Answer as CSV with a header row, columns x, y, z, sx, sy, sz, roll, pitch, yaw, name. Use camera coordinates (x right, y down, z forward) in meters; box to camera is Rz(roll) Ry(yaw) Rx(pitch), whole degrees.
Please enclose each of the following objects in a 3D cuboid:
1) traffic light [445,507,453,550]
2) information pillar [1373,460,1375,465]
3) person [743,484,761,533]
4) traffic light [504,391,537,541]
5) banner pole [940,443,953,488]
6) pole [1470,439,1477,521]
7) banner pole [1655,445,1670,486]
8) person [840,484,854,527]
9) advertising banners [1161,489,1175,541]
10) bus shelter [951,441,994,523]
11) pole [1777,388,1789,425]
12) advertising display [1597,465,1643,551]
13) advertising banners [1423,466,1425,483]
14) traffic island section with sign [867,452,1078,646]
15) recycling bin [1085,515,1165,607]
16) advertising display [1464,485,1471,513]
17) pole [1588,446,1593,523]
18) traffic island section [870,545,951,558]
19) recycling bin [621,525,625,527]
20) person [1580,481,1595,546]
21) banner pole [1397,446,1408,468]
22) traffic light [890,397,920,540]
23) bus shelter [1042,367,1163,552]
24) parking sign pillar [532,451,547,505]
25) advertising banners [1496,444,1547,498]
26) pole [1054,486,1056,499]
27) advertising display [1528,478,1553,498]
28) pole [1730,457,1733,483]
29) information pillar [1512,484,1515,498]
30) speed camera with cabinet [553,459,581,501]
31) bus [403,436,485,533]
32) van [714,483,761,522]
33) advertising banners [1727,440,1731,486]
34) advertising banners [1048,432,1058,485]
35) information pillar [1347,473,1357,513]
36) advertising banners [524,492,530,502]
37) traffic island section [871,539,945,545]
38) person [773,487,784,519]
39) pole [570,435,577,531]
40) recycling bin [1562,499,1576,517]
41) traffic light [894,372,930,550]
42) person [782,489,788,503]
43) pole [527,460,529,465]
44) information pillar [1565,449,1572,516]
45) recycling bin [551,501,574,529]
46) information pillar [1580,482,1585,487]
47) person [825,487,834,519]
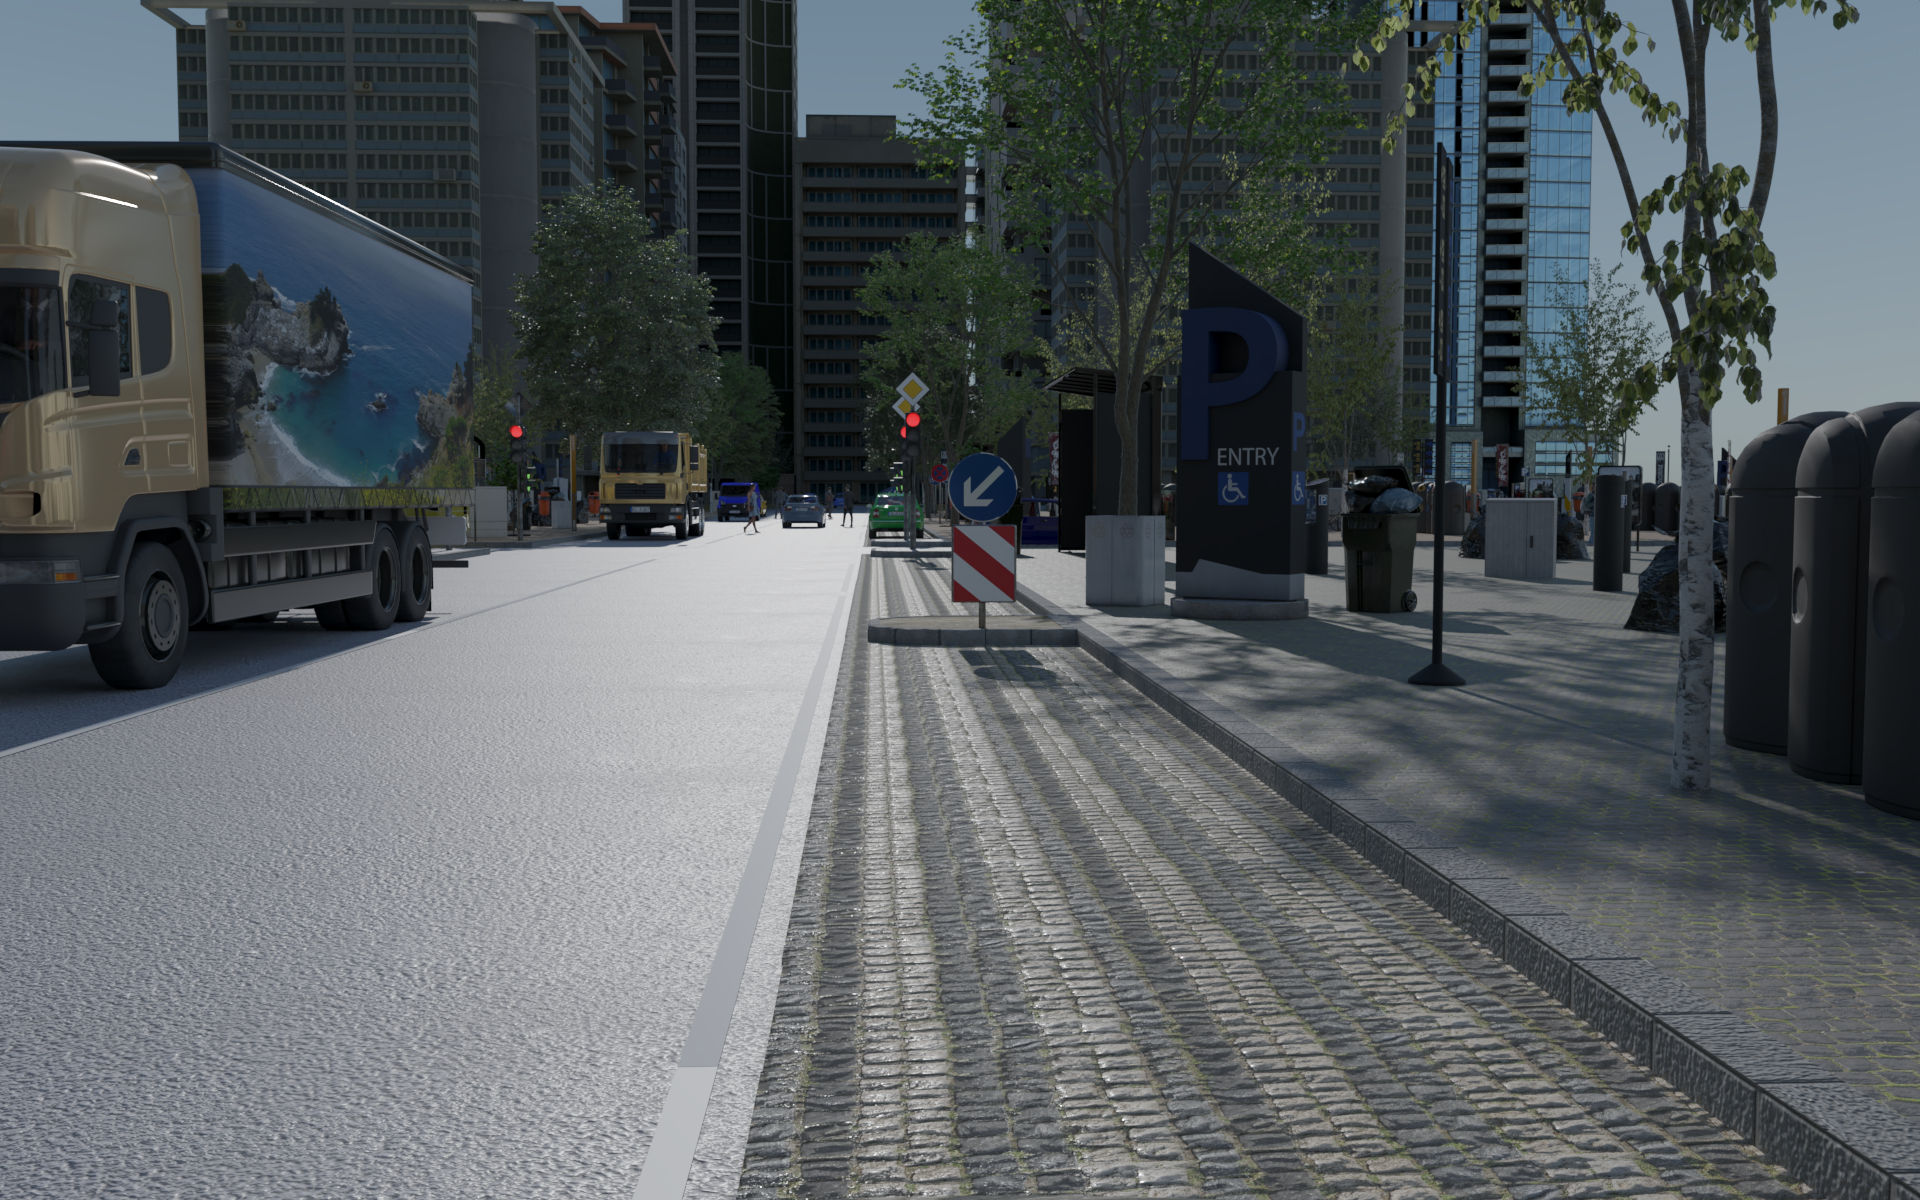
x,y,z,sx,sy,sz,roll,pitch,yaw,name
-11.654,-3.091,39.456,0.839,4.253,0.868,0,4,-3,traffic light
28.580,-7.852,119.731,0.183,3.616,0.504,0,4,-1,information pillar
-7.622,-3.340,63.205,0.778,1.811,0.616,2,4,27,person
-12.053,-3.579,47.431,0.839,4.253,0.868,0,4,-3,traffic light
-0.590,-5.799,84.833,0.863,3.779,0.401,1,4,20,banner pole
19.213,-4.338,64.768,0.158,3.312,0.155,0,3,0,pole
35.959,-6.026,88.544,0.863,3.779,0.401,0,4,8,banner pole
-4.942,-4.129,75.778,0.659,1.850,0.755,-3,4,-38,person
6.426,-3.164,47.918,2.074,3.025,0.090,-1,4,-13,advertising banners
0.577,-5.389,79.385,1.731,3.624,6.357,0,4,-3,bus shelter
15.838,-2.420,33.408,0.158,3.312,0.155,0,3,0,pole
14.822,-2.063,38.942,0.974,1.923,0.123,3,5,40,advertising display
28.512,-6.826,107.797,0.090,3.025,2.074,0,4,-8,advertising banners
0.075,-0.526,17.222,1.989,1.847,2.006,0,4,-3,traffic island section with sign
1.920,-0.460,20.081,0.722,1.027,0.722,2,4,30,recycling bin
34.784,-6.936,118.624,0.123,1.923,0.974,3,4,38,advertising display
26.854,-4.896,73.887,0.158,3.312,0.155,0,3,0,pole
-1.067,-1.091,40.113,2.009,0.180,2.903,0,4,-3,traffic island section
-13.476,-3.401,68.167,0.722,1.027,0.722,1,4,9,recycling bin
16.486,-2.210,44.975,0.721,1.781,0.623,3,5,42,person
23.074,-6.132,90.268,0.863,3.779,0.401,-2,4,-24,banner pole
-1.506,-3.612,47.972,0.839,4.253,0.868,0,4,-3,traffic light
2.815,-2.679,35.093,1.731,3.624,6.357,0,4,-3,bus shelter
-26.667,-7.424,109.851,1.447,3.967,1.447,1,4,9,parking sign pillar
19.327,-3.886,59.719,0.090,3.025,2.074,-3,4,-36,advertising banners
4.342,-5.266,79.940,0.158,3.312,0.155,0,3,0,pole
23.742,-4.014,70.842,0.974,1.923,0.123,1,4,8,advertising display
42.250,-6.190,95.046,0.158,3.312,0.155,0,3,0,pole
39.211,-7.217,122.487,0.304,2.012,0.304,0,4,6,information pillar
-22.072,-6.301,97.362,0.660,3.252,2.038,-3,5,-44,speed camera with cabinet
-18.423,-3.178,43.513,12.252,3.916,2.896,0,4,-4,bus
-11.647,-5.317,91.320,2.240,2.365,5.245,0,4,-2,van
25.263,-3.695,56.602,0.090,3.025,2.074,2,4,35,advertising banners
3.209,-3.198,48.471,0.090,3.025,2.074,-3,5,-42,advertising banners
13.581,-3.388,59.879,0.304,2.012,0.304,-3,5,-42,information pillar
-21.893,-5.572,87.294,0.090,3.025,2.074,0,4,-3,advertising banners
-1.466,-1.578,48.088,2.009,0.180,2.903,0,4,-3,traffic island section
-10.576,-5.676,101.113,0.655,1.846,0.447,-1,4,-11,person
-13.368,-4.038,59.870,0.158,3.312,0.155,0,3,0,pole
32.143,-4.822,91.391,0.722,1.027,0.722,3,5,44,recycling bin
-1.107,-3.124,39.997,0.839,4.253,0.868,0,4,-3,traffic light
-12.988,-7.310,128.007,1.348,1.826,0.705,3,4,37,person
-25.862,-6.711,103.574,0.158,3.312,0.155,0,3,0,pole
31.752,-6.058,90.403,0.183,3.616,0.504,-1,4,-11,information pillar
-14.558,-3.125,63.645,0.722,1.027,0.722,-2,4,-31,recycling bin
36.806,-5.985,102.344,0.304,2.012,0.304,0,4,6,information pillar
-7.495,-5.563,99.422,0.622,1.834,0.822,2,4,28,person
